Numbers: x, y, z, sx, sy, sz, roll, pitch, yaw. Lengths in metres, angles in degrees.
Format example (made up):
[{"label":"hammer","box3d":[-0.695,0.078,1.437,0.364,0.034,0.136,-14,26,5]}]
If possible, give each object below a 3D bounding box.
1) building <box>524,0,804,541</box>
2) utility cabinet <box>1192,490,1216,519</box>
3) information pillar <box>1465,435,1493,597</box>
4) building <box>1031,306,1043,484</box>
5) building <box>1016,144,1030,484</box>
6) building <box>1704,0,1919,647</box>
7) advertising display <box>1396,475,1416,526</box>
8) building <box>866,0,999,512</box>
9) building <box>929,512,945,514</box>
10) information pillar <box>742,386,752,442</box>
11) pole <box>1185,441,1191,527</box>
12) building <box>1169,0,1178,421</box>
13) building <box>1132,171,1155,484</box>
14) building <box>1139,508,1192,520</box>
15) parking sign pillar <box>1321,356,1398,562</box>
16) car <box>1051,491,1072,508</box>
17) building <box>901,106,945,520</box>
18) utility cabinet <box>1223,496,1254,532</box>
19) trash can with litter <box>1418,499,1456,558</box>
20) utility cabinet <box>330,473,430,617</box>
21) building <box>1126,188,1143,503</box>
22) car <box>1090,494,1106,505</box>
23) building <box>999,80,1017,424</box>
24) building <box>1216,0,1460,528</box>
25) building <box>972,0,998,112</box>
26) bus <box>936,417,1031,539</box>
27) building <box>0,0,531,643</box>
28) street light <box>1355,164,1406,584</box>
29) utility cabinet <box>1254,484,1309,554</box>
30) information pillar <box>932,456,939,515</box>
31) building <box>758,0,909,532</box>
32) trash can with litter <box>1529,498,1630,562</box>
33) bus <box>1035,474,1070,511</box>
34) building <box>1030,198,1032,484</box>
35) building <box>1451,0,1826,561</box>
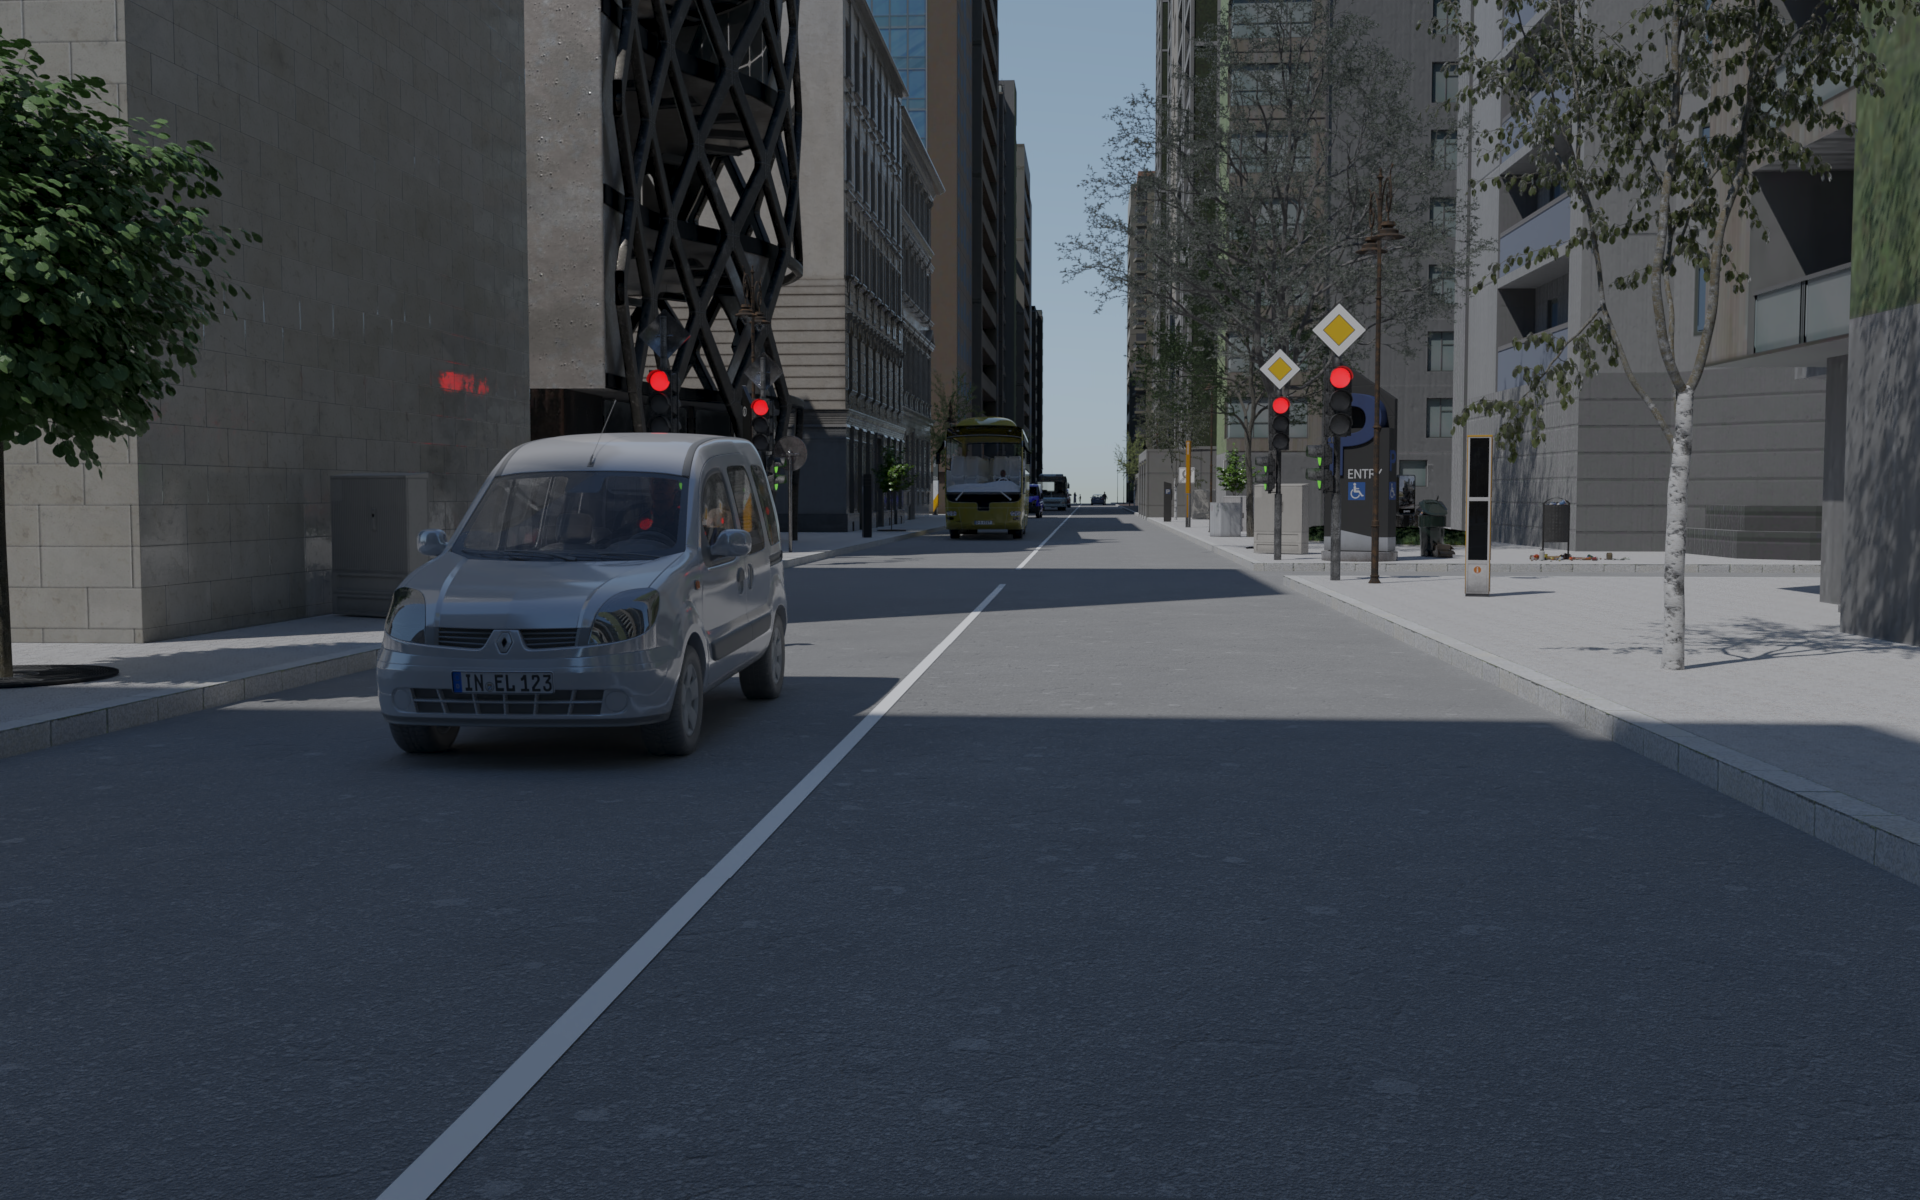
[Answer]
[{"label":"building","box3d":[-12.676,-10.796,43.960,16.820,18.784,16.811,0,4,4]},{"label":"utility cabinet","box3d":[12.255,-4.790,86.998,1.173,1.500,0.318,0,4,-3]},{"label":"information pillar","box3d":[6.498,-1.052,21.688,0.304,2.012,0.304,1,4,19]},{"label":"building","box3d":[5.341,-29.974,261.773,14.160,30.474,14.107,0,4,4]},{"label":"building","box3d":[-1.778,-37.018,228.937,21.300,48.544,21.600,0,4,4]},{"label":"building","box3d":[15.296,-20.330,15.987,14.154,41.232,14.086,0,4,4]},{"label":"advertising display","box3d":[14.772,-3.194,57.434,0.974,1.923,0.123,-3,5,-42]},{"label":"building","box3d":[-3.858,-30.728,152.520,14.600,45.320,14.200,0,4,4]},{"label":"building","box3d":[-6.553,-28.522,116.450,14.600,45.320,14.200,0,4,4]},{"label":"information pillar","box3d":[-4.564,-2.813,37.340,0.183,3.616,0.504,-2,4,-28]},{"label":"pole","box3d":[8.765,-4.442,66.467,0.158,3.312,0.155,0,3,0]},{"label":"building","box3d":[29.363,-32.803,125.569,28.713,52.752,27.495,0,4,4]},{"label":"building","box3d":[34.184,-35.179,229.802,22.147,44.769,28.867,0,4,4]},{"label":"building","box3d":[20.672,-40.241,96.185,20.563,71.187,20.611,0,4,4]},{"label":"parking sign pillar","box3d":[7.720,-2.745,33.357,1.447,3.967,1.447,2,4,35]},{"label":"car","box3d":[10.605,-10.586,181.759,2.281,1.827,5.304,0,4,5]},{"label":"building","box3d":[-7.381,-15.312,86.506,11.583,22.565,21.152,0,4,4]},{"label":"utility cabinet","box3d":[9.550,-2.945,59.319,1.020,1.237,0.306,2,4,26]},{"label":"trash can with litter","box3d":[9.753,-1.457,35.203,0.624,1.170,1.055,-1,4,-12]},{"label":"utility cabinet","box3d":[-6.032,-0.569,17.983,1.173,1.500,0.318,2,4,32]},{"label":"building","box3d":[35.507,-38.626,255.232,21.300,48.544,21.600,0,4,4]},{"label":"car","box3d":[17.532,-12.732,220.168,2.014,1.417,4.499,0,4,6]},{"label":"building","box3d":[-1.875,-29.545,166.652,14.154,41.232,14.086,0,4,4]},{"label":"building","box3d":[17.775,-23.752,71.945,14.154,41.232,14.086,0,4,4]},{"label":"building","box3d":[-8.282,-31.235,134.400,21.300,48.544,21.600,0,4,4]},{"label":"bus","box3d":[1.019,-4.121,58.928,2.896,3.916,12.252,0,4,3]},{"label":"building","box3d":[-14.995,-10.110,20.047,16.860,20.320,10.420,0,4,4]},{"label":"street light","box3d":[5.955,-3.175,24.699,0.468,5.910,1.993,0,4,4]},{"label":"utility cabinet","box3d":[6.858,-1.732,37.004,1.173,1.500,0.318,3,5,42]},{"label":"information pillar","box3d":[-1.480,-7.045,106.546,0.183,3.616,0.504,-3,4,-37]},{"label":"building","box3d":[-7.761,-13.304,66.677,9.793,20.994,18.267,0,4,4]},{"label":"trash can with litter","box3d":[11.998,-1.380,33.623,2.233,1.210,1.678,0,4,-1]},{"label":"bus","box3d":[8.079,-9.659,152.788,2.948,3.499,13.247,0,4,2]},{"label":"building","box3d":[3.056,-36.499,246.865,14.600,45.320,14.200,0,4,4]},{"label":"building","box3d":[28.034,-30.476,40.288,28.212,58.520,21.231,0,4,4]}]
